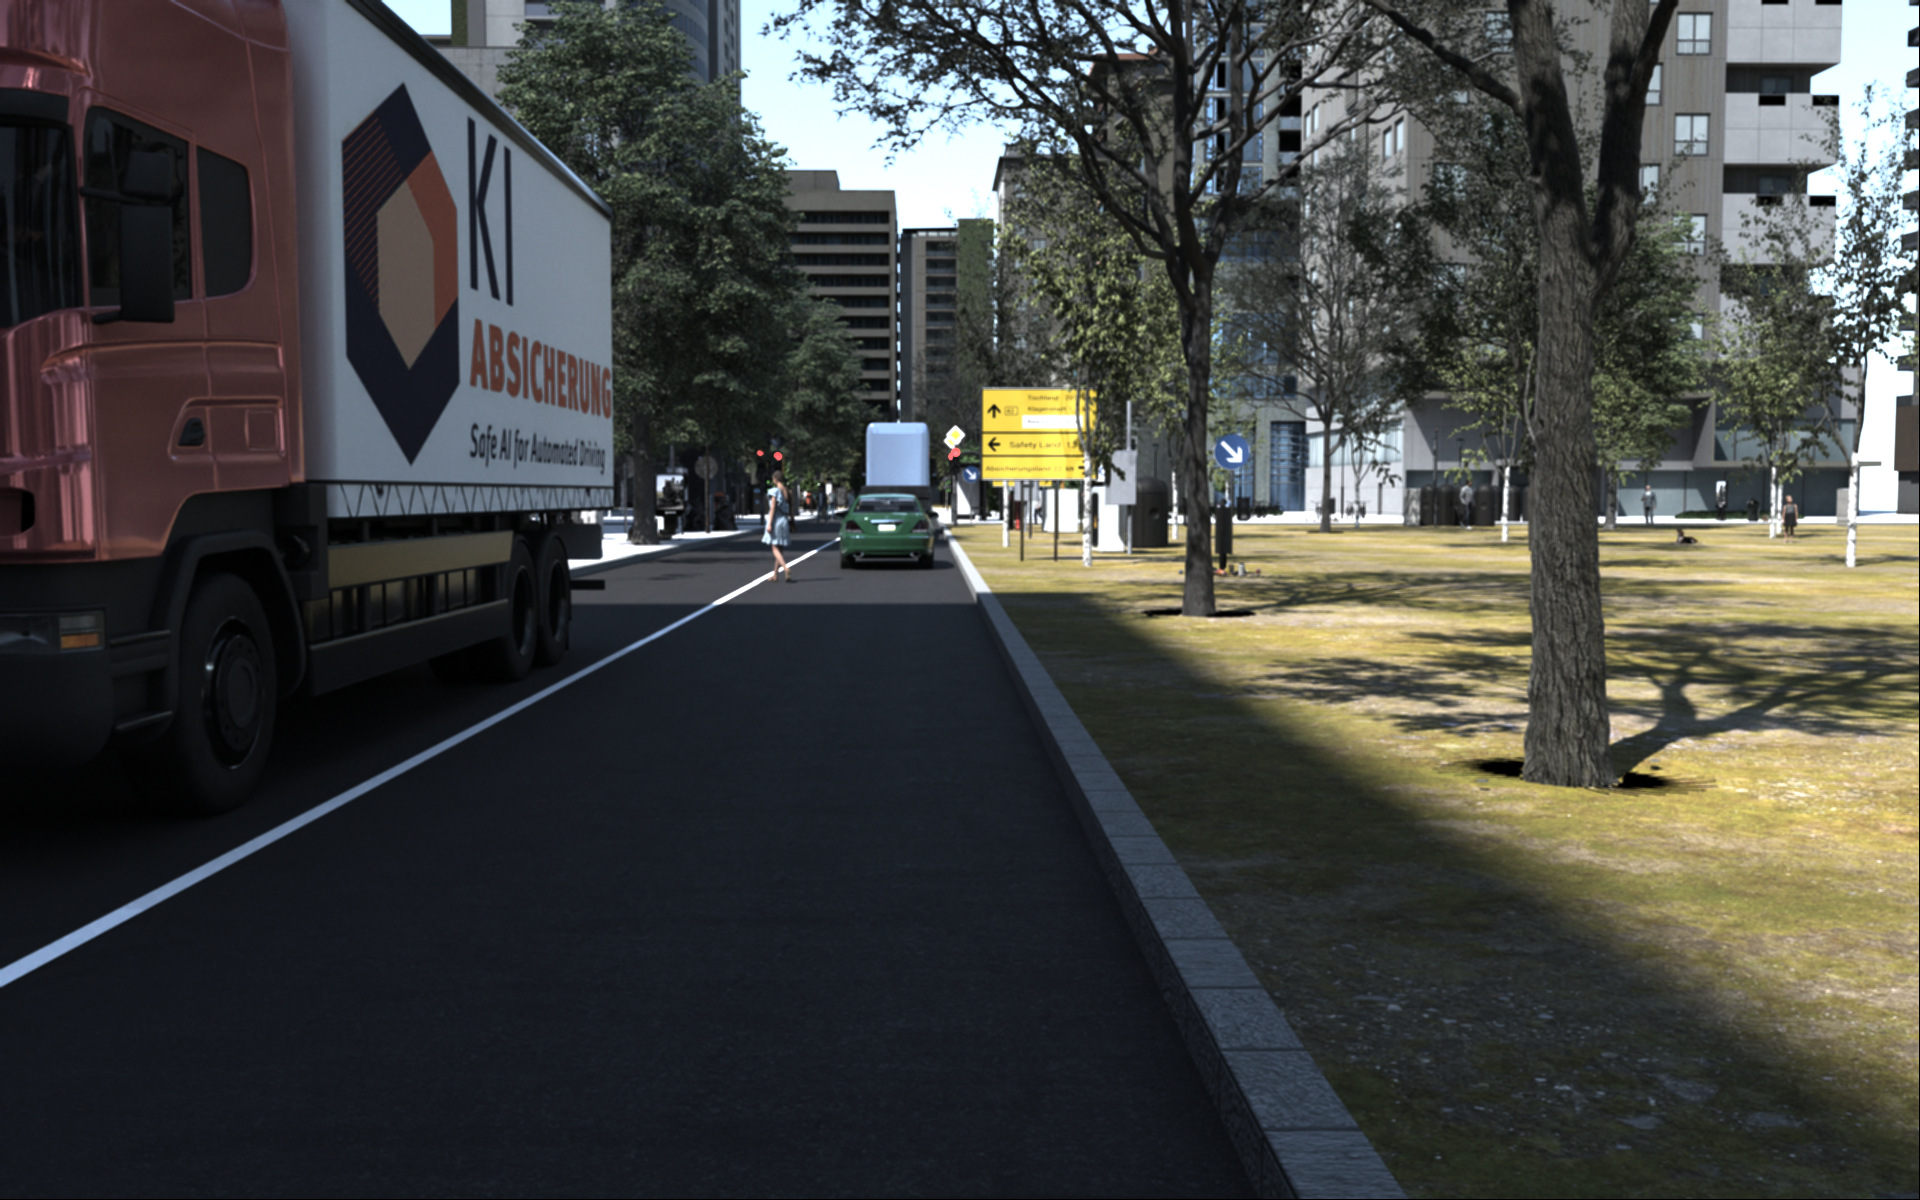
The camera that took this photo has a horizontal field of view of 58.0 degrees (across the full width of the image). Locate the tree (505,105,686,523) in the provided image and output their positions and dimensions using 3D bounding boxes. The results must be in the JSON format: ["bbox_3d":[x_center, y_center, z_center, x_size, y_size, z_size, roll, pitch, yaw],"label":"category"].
[{"bbox_3d":[-7.942,-5.104,33.820,4.360,8.622,3.978,0,3,0],"label":"tree"}]

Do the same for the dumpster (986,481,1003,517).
[{"bbox_3d":[2.053,-5.740,96.350,1.502,2.255,1.985,0,4,-1],"label":"dumpster"}]

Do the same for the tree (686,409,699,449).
[{"bbox_3d":[-21.135,-10.538,122.658,4.360,8.622,3.978,0,3,0],"label":"tree"}]

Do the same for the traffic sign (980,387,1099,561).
[{"bbox_3d":[1.510,-2.392,32.987,2.265,3.308,0.079,0,4,-1],"label":"traffic sign"}]

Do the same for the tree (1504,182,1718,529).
[{"bbox_3d":[23.734,-8.884,63.381,7.486,12.596,7.792,0,3,0],"label":"tree"}]

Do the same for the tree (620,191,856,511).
[{"bbox_3d":[-9.277,-8.939,64.277,7.486,12.596,7.792,0,3,0],"label":"tree"}]

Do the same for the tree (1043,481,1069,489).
[{"bbox_3d":[5.732,-6.713,104.366,1.663,3.219,1.824,0,3,0],"label":"tree"}]

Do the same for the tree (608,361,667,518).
[{"bbox_3d":[-18.817,-8.727,93.042,4.737,8.622,4.395,0,3,0],"label":"tree"}]

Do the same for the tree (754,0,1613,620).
[{"bbox_3d":[2.455,-6.585,18.042,12.009,13.543,11.850,0,3,0],"label":"tree"}]

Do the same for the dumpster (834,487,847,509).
[{"bbox_3d":[-10.430,-8.845,150.373,1.264,1.857,1.865,0,4,-1],"label":"dumpster"}]

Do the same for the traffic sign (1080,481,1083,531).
[{"bbox_3d":[4.248,-3.700,60.597,0.768,2.556,0.104,0,4,3],"label":"traffic sign"}]

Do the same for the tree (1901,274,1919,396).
[{"bbox_3d":[24.081,-5.503,40.335,4.737,8.622,4.395,0,3,0],"label":"tree"}]

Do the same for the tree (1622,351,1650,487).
[{"bbox_3d":[20.327,-6.473,56.198,4.737,8.622,4.395,0,3,0],"label":"tree"}]

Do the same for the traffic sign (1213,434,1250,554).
[{"bbox_3d":[5.750,-2.240,36.724,0.768,2.556,0.104,0,4,4],"label":"traffic sign"}]

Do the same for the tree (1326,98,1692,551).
[{"bbox_3d":[12.755,-6.391,38.903,8.767,10.594,7.601,-3,4,-36],"label":"tree"}]

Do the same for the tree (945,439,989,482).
[{"bbox_3d":[0.723,-7.337,103.680,4.285,4.588,4.351,0,3,0],"label":"tree"}]

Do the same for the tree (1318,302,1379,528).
[{"bbox_3d":[15.126,-7.029,65.289,4.360,8.622,3.978,0,3,0],"label":"tree"}]

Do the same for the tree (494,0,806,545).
[{"bbox_3d":[-7.891,-8.354,43.239,9.857,13.997,8.962,0,3,0],"label":"tree"}]

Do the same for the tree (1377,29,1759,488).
[{"bbox_3d":[9.812,-4.778,28.478,4.360,8.622,3.978,0,3,0],"label":"tree"}]

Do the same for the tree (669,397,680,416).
[{"bbox_3d":[-19.368,-9.679,108.617,4.737,8.622,4.395,0,3,0],"label":"tree"}]

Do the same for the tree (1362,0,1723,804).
[{"bbox_3d":[2.791,-5.005,7.580,9.928,11.665,9.643,0,3,0],"label":"tree"}]

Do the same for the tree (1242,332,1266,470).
[{"bbox_3d":[6.100,-6.016,48.724,4.737,8.622,4.395,0,3,0],"label":"tree"}]

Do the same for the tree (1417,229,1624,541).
[{"bbox_3d":[14.766,-5.914,47.057,4.737,8.622,4.395,0,3,0],"label":"tree"}]

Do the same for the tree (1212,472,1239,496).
[{"bbox_3d":[17.518,-7.348,114.746,1.663,3.219,1.824,0,3,0],"label":"tree"}]

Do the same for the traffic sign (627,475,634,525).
[{"bbox_3d":[-13.359,-4.335,70.980,0.768,2.556,0.104,0,4,2],"label":"traffic sign"}]

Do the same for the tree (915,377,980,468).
[{"bbox_3d":[-0.493,-12.071,131.773,8.767,10.594,7.601,1,4,21],"label":"tree"}]

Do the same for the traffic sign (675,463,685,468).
[{"bbox_3d":[-11.618,-4.342,71.100,0.768,2.556,0.104,0,4,4],"label":"traffic sign"}]

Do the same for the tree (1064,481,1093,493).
[{"bbox_3d":[9.146,-9.392,137.268,4.285,4.588,4.351,0,3,0],"label":"tree"}]

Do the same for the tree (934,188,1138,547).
[{"bbox_3d":[1.270,-5.587,41.714,4.360,8.622,3.978,0,3,0],"label":"tree"}]

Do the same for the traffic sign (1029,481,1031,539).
[{"bbox_3d":[2.006,-3.028,49.505,0.884,2.594,0.081,0,4,7],"label":"traffic sign"}]

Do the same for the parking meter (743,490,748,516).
[{"bbox_3d":[-12.667,-5.719,101.921,0.372,1.533,0.369,0,3,0],"label":"parking meter"}]

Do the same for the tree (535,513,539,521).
[{"bbox_3d":[-20.140,-8.123,83.171,4.737,8.622,4.395,0,3,0],"label":"tree"}]

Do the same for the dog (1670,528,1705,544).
[{"bbox_3d":[18.730,-1.642,44.580,0.748,0.427,0.550,3,5,43],"label":"dog"}]

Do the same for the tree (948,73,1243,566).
[{"bbox_3d":[2.505,-4.905,30.563,4.737,8.622,4.395,0,3,0],"label":"tree"}]

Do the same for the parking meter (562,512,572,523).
[{"bbox_3d":[-15.636,-3.860,68.829,0.399,1.863,0.255,3,5,41],"label":"parking meter"}]

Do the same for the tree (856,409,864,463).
[{"bbox_3d":[-11.136,-13.071,131.841,7.486,12.596,7.792,0,3,0],"label":"tree"}]

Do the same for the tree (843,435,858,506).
[{"bbox_3d":[-11.969,-13.872,177.169,4.737,8.622,4.395,0,3,0],"label":"tree"}]

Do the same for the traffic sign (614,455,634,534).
[{"bbox_3d":[-10.832,-3.422,56.052,0.768,2.556,0.104,0,4,7],"label":"traffic sign"}]

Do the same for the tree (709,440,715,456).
[{"bbox_3d":[-20.096,-10.896,128.510,4.360,8.622,3.978,0,3,0],"label":"tree"}]

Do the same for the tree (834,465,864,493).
[{"bbox_3d":[-11.965,-12.480,187.757,4.285,4.588,4.351,0,3,0],"label":"tree"}]

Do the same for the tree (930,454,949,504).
[{"bbox_3d":[-2.047,-19.097,229.236,9.611,12.733,9.660,0,3,0],"label":"tree"}]

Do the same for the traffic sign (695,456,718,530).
[{"bbox_3d":[-8.483,-3.537,57.943,0.768,2.556,0.104,0,4,0],"label":"traffic sign"}]

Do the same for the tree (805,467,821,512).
[{"bbox_3d":[-10.491,-7.788,121.937,1.663,3.219,1.824,0,3,0],"label":"tree"}]

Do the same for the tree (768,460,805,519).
[{"bbox_3d":[-9.094,-5.784,89.166,1.663,3.219,1.824,0,3,0],"label":"tree"}]

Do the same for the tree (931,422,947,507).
[{"bbox_3d":[-1.104,-13.220,166.506,4.737,8.622,4.395,0,3,0],"label":"tree"}]

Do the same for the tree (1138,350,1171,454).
[{"bbox_3d":[6.017,-7.203,68.139,4.360,8.622,3.978,0,3,0],"label":"tree"}]

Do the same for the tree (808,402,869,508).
[{"bbox_3d":[-10.912,-13.934,162.231,7.601,10.594,8.767,1,4,11],"label":"tree"}]

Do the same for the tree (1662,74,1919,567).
[{"bbox_3d":[15.606,-4.905,30.562,4.360,8.622,3.978,0,3,0],"label":"tree"}]

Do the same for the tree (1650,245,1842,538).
[{"bbox_3d":[23.430,-6.100,50.103,4.737,8.622,4.395,0,3,0],"label":"tree"}]

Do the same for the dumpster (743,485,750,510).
[{"bbox_3d":[-14.017,-6.740,115.962,1.264,1.857,1.865,0,4,-1],"label":"dumpster"}]

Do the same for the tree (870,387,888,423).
[{"bbox_3d":[-9.640,-11.775,99.176,9.857,13.997,8.962,0,3,0],"label":"tree"}]
